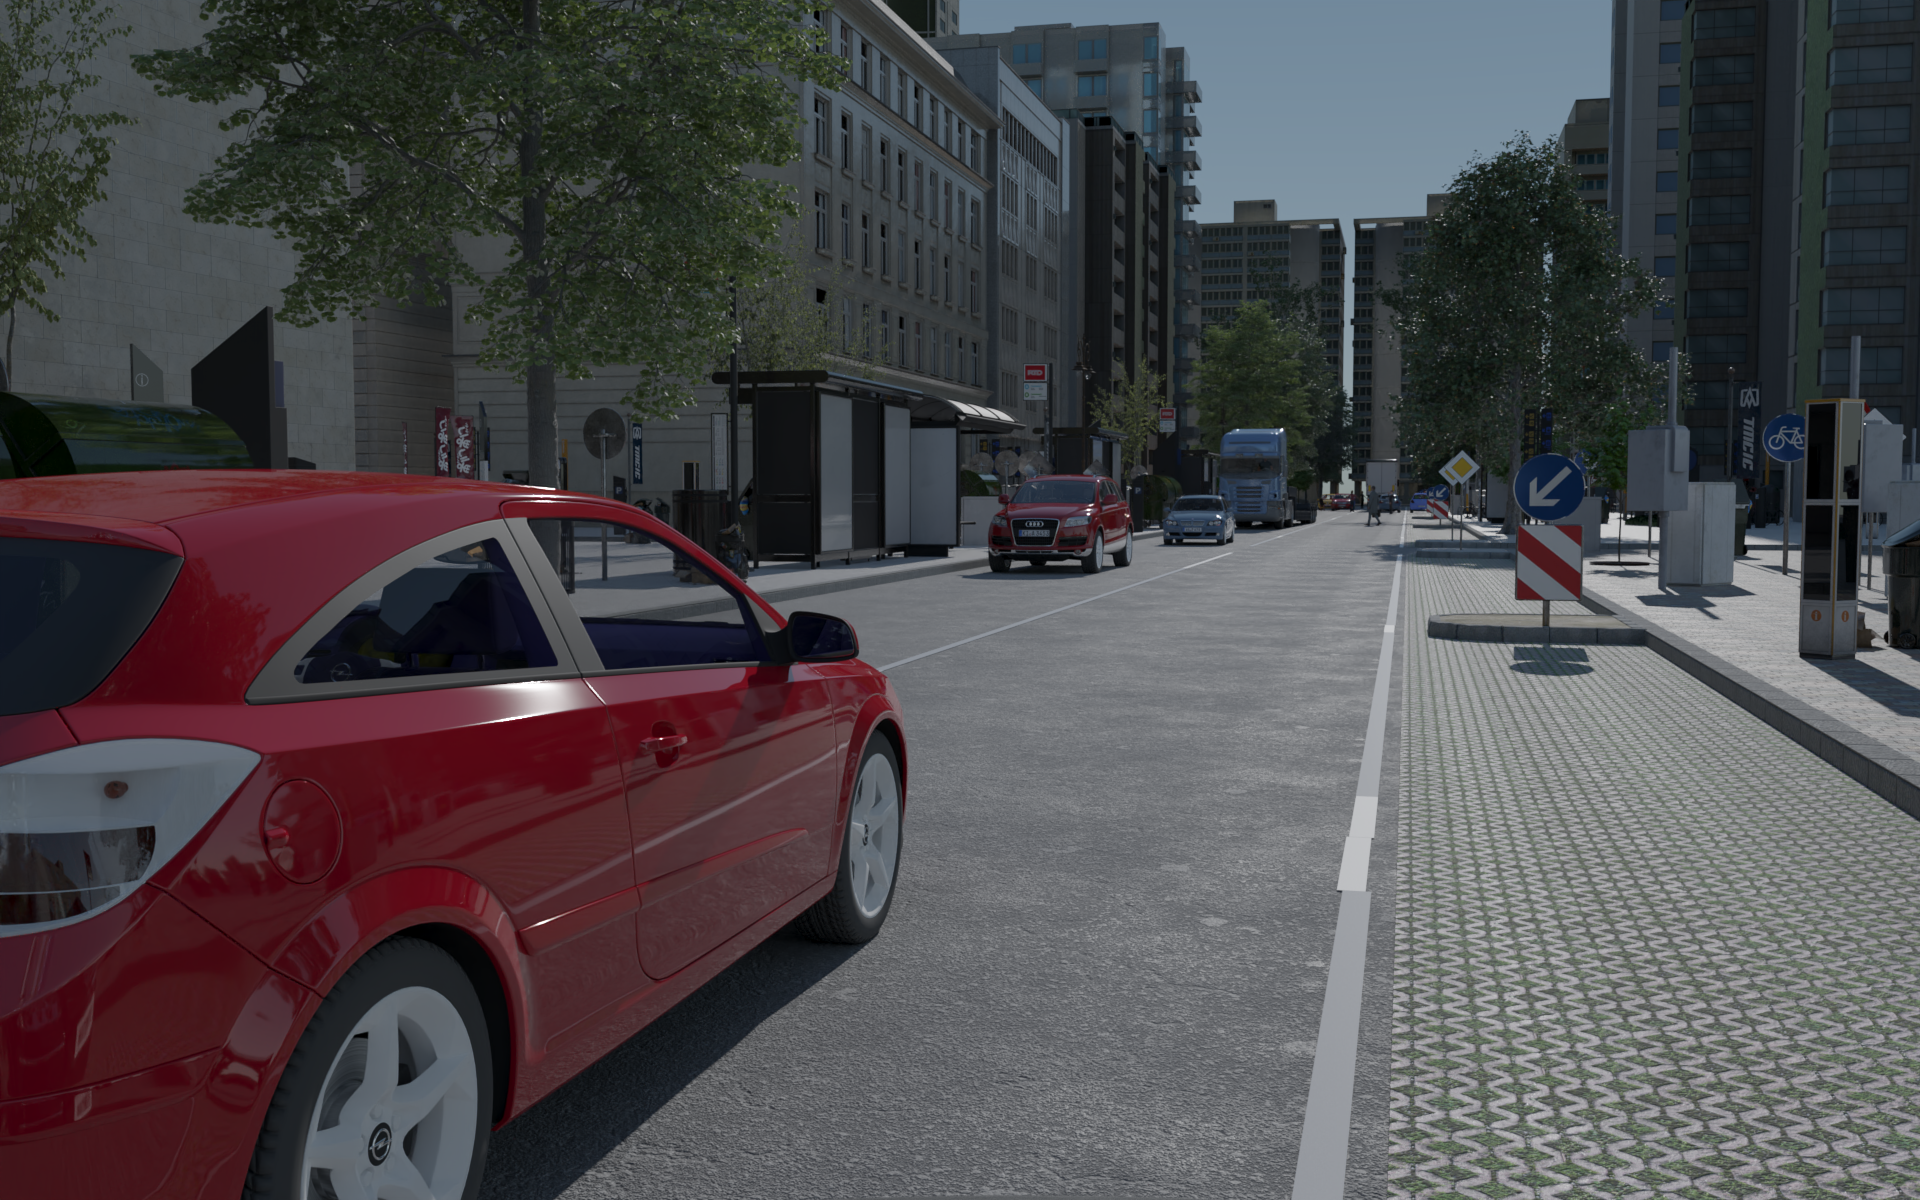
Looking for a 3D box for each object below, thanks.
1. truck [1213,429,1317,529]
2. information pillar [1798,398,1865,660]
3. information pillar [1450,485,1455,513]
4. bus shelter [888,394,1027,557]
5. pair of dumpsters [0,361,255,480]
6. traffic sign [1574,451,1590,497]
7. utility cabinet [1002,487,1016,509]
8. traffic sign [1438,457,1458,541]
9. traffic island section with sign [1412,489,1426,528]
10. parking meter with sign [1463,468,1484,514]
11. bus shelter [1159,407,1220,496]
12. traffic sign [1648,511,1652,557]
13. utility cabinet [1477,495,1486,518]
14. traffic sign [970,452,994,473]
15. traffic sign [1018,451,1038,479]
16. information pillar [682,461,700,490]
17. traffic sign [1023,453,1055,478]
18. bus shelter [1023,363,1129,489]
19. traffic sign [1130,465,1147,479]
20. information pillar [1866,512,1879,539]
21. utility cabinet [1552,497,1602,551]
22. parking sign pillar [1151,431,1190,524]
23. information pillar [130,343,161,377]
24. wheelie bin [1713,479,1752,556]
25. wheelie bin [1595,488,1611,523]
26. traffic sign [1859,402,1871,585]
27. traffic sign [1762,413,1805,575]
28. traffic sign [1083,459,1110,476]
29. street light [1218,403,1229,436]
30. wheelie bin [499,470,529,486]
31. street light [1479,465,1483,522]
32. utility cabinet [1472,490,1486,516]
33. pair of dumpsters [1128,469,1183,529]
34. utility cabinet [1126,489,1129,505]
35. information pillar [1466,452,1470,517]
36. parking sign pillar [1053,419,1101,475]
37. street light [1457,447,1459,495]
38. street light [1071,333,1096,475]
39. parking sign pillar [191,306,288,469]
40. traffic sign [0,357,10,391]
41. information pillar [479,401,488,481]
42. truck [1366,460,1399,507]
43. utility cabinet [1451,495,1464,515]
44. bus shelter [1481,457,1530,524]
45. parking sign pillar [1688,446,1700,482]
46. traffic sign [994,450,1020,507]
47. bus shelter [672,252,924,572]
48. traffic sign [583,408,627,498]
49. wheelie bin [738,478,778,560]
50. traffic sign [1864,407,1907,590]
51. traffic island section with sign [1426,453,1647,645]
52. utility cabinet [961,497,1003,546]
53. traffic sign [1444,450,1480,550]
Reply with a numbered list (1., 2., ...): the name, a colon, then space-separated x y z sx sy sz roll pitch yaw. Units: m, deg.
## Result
1. truck: 13.927 -5.349 77.214 2.967 4.110 18.799 1 4 16
2. information pillar: 6.791 -0.551 13.503 0.304 2.012 0.304 -2 4 -28
3. information pillar: 33.020 -6.824 116.058 0.304 2.012 0.304 1 4 20
4. bus shelter: -0.130 -2.684 37.815 2.014 3.302 5.546 1 4 15
5. pair of dumpsters: -6.689 -0.551 11.510 1.574 2.255 4.437 1 4 14
6. traffic sign: 17.039 -2.865 46.954 0.768 2.556 0.104 1 4 22
7. utility cabinet: 1.291 -2.998 57.702 1.173 1.500 0.318 -2 4 -31
8. traffic sign: 13.439 -2.666 47.232 0.795 2.450 0.064 1 4 14
9. traffic island section with sign: 19.959 -3.898 72.354 1.989 1.847 2.006 1 4 14
10. parking meter with sign: 33.399 -7.181 113.676 1.738 3.016 0.543 0 4 -6
11. bus shelter: 10.971 -6.437 82.876 2.179 5.291 8.768 1 4 14
12. traffic sign: 14.085 -2.160 35.313 0.884 2.594 0.081 1 4 22
13. utility cabinet: 28.537 -5.048 93.691 1.020 1.237 0.306 0 4 6
14. traffic sign: 0.641 -3.222 52.779 0.768 2.556 0.104 1 4 15
15. traffic sign: 2.034 -3.104 50.850 0.768 2.556 0.104 1 4 19
16. information pillar: -5.948 -2.072 38.371 0.304 2.012 0.304 1 4 12
17. traffic sign: 1.912 -2.345 41.978 0.795 2.450 0.064 1 4 14
18. bus shelter: 3.652 -4.771 55.639 2.179 5.291 8.768 1 4 14
19. traffic sign: 7.828 -4.641 75.981 0.768 2.556 0.104 1 4 16
20. information pillar: 26.151 -2.759 49.594 0.304 2.012 0.304 2 4 35
21. utility cabinet: 13.898 -1.706 39.054 1.020 1.237 0.306 1 4 13
22. parking sign pillar: 8.863 -5.243 74.202 1.447 3.967 1.447 -3 5 -41
23. information pillar: -12.724 -2.189 27.150 0.183 3.616 0.504 3 5 39
24. wheelie bin: 16.035 -1.735 36.279 0.980 1.594 0.693 0 4 -7
25. wheelie bin: 28.016 -4.154 75.818 0.693 1.594 0.980 -3 5 -40
26. traffic sign: 12.649 -1.487 24.318 0.884 2.594 0.081 1 4 23
27. traffic sign: 13.117 -1.673 27.461 0.768 2.556 0.104 1 4 20
28. traffic sign: 3.913 -2.818 49.709 0.795 2.450 0.064 1 4 14
29. street light: 13.356 -7.044 87.961 0.468 5.910 1.993 1 4 14
30. wheelie bin: -5.774 -0.904 22.690 0.980 1.594 0.693 3 5 43
31. street light: 24.273 -6.589 80.522 0.468 5.910 1.993 1 4 14
32. utility cabinet: 29.580 -5.482 98.303 1.173 1.500 0.318 -2 4 -32
33. pair of dumpsters: 7.307 -3.812 64.825 1.574 2.255 4.437 1 4 15
34. utility cabinet: 10.541 -6.109 108.554 0.318 1.500 1.173 2 4 34
35. information pillar: 27.954 -6.359 95.324 0.183 3.616 0.504 1 4 23
36. parking sign pillar: 4.354 -4.493 61.932 1.447 3.967 1.447 -1 4 -19
37. street light: 34.080 -8.913 118.510 0.468 5.910 1.993 1 4 14
38. street light: 3.560 -4.721 49.981 0.468 5.910 1.993 1 4 14
39. parking sign pillar: -10.477 -2.247 25.217 1.447 3.967 1.447 1 4 14
40. traffic sign: -8.245 -0.879 14.478 0.768 2.556 0.104 1 4 20
41. information pillar: -11.955 -3.189 43.491 0.183 3.616 0.504 -2 4 -29
42. truck: 35.688 -9.637 146.483 2.839 4.237 11.283 1 4 14
43. utility cabinet: 30.727 -5.859 106.948 0.306 1.237 1.020 -1 4 -16
44. bus shelter: 23.087 -4.835 72.979 2.014 3.302 5.546 1 4 14
45. parking sign pillar: 30.826 -5.226 73.915 1.447 3.967 1.447 0 4 4
46. traffic sign: 1.346 -3.059 50.125 0.768 2.556 0.104 1 4 20
47. bus shelter: -2.871 -3.257 30.880 2.179 5.291 8.768 1 4 14
48. traffic sign: -5.264 -1.558 25.586 0.768 2.556 0.104 2 4 24
49. wheelie bin: -3.920 -1.579 33.722 0.693 1.594 0.980 1 4 16
50. traffic sign: 12.186 -1.344 23.152 0.795 2.450 0.064 1 4 17
51. traffic island section with sign: 5.773 -0.543 17.500 1.989 1.847 2.006 1 4 14
52. utility cabinet: 0.551 -1.955 43.131 1.020 1.237 0.306 -1 4 -11
53. traffic sign: 11.438 -2.193 39.501 0.795 2.450 0.064 1 4 14
